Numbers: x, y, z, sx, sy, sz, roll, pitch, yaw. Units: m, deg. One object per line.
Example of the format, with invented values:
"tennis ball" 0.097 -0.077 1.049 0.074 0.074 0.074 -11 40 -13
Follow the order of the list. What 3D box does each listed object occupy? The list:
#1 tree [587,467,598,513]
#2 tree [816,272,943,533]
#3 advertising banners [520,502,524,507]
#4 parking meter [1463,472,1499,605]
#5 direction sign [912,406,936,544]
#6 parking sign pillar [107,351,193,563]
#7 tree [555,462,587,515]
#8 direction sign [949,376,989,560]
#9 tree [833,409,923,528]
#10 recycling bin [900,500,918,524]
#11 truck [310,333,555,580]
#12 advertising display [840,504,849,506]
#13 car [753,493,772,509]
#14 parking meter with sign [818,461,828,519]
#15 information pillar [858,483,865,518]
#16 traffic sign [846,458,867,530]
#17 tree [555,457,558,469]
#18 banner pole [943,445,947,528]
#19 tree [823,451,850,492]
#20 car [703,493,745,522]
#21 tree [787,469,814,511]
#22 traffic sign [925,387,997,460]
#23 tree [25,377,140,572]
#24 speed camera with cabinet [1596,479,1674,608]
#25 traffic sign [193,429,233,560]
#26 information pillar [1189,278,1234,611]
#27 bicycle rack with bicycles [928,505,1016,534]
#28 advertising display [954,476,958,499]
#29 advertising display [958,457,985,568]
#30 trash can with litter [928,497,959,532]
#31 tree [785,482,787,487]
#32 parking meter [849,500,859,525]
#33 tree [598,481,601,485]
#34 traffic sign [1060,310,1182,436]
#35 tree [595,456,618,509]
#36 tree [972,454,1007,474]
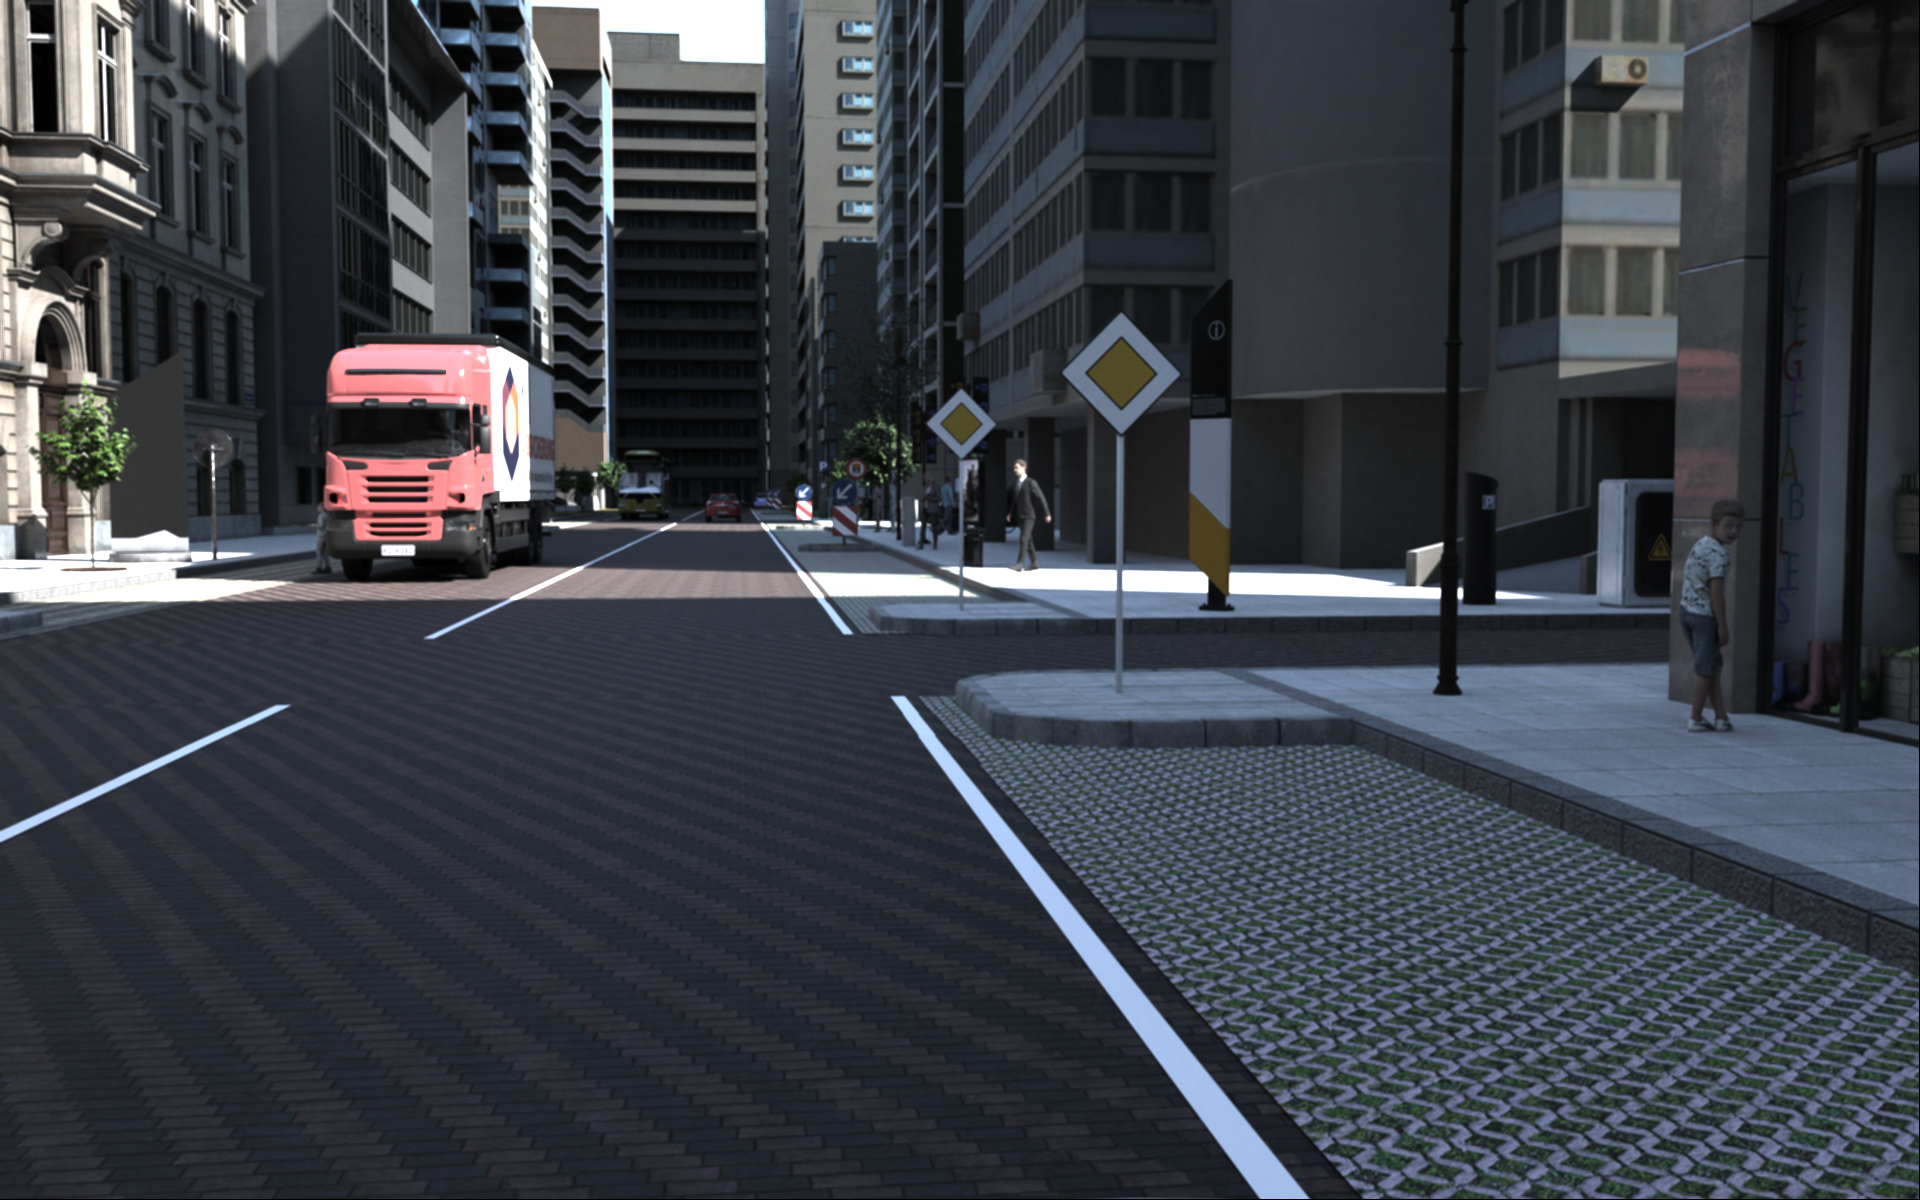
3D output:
"tree" -25.894 -7.597 118.805 1.663 3.219 1.824 0 3 0
"tree" -2.372 -6.498 56.606 4.360 8.622 3.978 0 3 0
"advertising banners" -20.485 -5.186 80.972 0.090 3.025 2.074 -1 4 -21
"parking meter" 6.050 -0.717 20.138 0.372 1.533 0.369 0 3 0
"direction sign" -0.923 -3.220 44.645 0.379 3.537 0.876 -3 5 -45
"parking sign pillar" -15.306 -2.702 32.647 1.447 3.967 1.447 -1 4 -19
"tree" -24.098 -6.767 105.236 1.663 3.219 1.824 0 3 0
"direction sign" 0.170 -2.538 33.499 0.876 3.537 0.379 -2 4 -30
"tree" -3.182 -5.002 65.498 4.285 4.588 4.351 0 3 0
"recycling bin" -2.219 -3.756 73.957 0.722 1.027 0.722 1 4 10
"truck" -9.525 -2.667 32.514 2.839 4.237 11.283 0 4 -6
"advertising display" -6.044 -5.261 91.229 0.123 1.923 0.974 2 4 25
"car" -18.642 -9.448 164.057 1.945 1.707 3.694 0 4 -6
"parking meter with sign" -7.198 -5.806 91.188 0.543 3.016 1.738 0 4 -4
"information pillar" -5.417 -6.292 94.224 0.504 3.616 0.183 -1 4 -15
"traffic sign" -3.675 -3.759 61.569 0.768 2.556 0.104 0 4 1
"tree" -22.758 -6.526 90.412 4.285 4.588 4.351 0 3 0
"banner pole" -0.532 -4.651 66.062 0.401 3.779 0.863 0 4 -4
"tree" -5.313 -5.045 77.080 1.663 3.219 1.824 0 3 0
"car" -12.182 -4.908 89.287 2.155 1.783 4.494 0 4 -6
"tree" -12.396 -8.623 135.588 1.663 3.219 1.824 0 3 0
"traffic sign" 0.036 -1.027 18.990 0.795 2.593 0.064 0 4 -7
"tree" -14.630 -2.094 28.841 1.663 3.219 1.824 0 3 0
"speed camera with cabinet" 8.374 -1.556 19.779 2.038 3.252 0.660 -1 4 -11
"traffic sign" -14.553 -2.058 33.749 0.768 2.556 0.104 0 4 -2
"information pillar" 2.767 -1.694 19.048 0.504 3.616 0.183 3 4 38
"bicycle rack with bicycles" 0.382 -2.658 56.845 2.925 0.926 2.852 0 4 -3
"advertising display" 0.260 -3.517 62.718 0.974 1.923 0.123 1 4 12
"advertising display" 0.229 -1.545 30.481 0.123 1.923 0.974 -1 4 -18
"trash can with litter" -0.438 -2.902 58.831 1.055 1.170 0.624 1 4 10
"tree" -13.256 -8.917 140.390 1.663 3.219 1.824 0 3 0
"parking meter" -4.357 -3.836 71.136 0.372 1.533 0.369 0 3 0
"tree" -26.498 -7.850 122.955 1.663 3.219 1.824 0 3 0
"traffic sign" 1.045 -0.543 11.069 0.795 2.593 0.064 0 4 -7
"tree" -30.089 -10.161 149.842 4.285 4.588 4.351 0 3 0
"tree" 0.941 -4.594 69.705 1.663 3.219 1.824 0 3 0
